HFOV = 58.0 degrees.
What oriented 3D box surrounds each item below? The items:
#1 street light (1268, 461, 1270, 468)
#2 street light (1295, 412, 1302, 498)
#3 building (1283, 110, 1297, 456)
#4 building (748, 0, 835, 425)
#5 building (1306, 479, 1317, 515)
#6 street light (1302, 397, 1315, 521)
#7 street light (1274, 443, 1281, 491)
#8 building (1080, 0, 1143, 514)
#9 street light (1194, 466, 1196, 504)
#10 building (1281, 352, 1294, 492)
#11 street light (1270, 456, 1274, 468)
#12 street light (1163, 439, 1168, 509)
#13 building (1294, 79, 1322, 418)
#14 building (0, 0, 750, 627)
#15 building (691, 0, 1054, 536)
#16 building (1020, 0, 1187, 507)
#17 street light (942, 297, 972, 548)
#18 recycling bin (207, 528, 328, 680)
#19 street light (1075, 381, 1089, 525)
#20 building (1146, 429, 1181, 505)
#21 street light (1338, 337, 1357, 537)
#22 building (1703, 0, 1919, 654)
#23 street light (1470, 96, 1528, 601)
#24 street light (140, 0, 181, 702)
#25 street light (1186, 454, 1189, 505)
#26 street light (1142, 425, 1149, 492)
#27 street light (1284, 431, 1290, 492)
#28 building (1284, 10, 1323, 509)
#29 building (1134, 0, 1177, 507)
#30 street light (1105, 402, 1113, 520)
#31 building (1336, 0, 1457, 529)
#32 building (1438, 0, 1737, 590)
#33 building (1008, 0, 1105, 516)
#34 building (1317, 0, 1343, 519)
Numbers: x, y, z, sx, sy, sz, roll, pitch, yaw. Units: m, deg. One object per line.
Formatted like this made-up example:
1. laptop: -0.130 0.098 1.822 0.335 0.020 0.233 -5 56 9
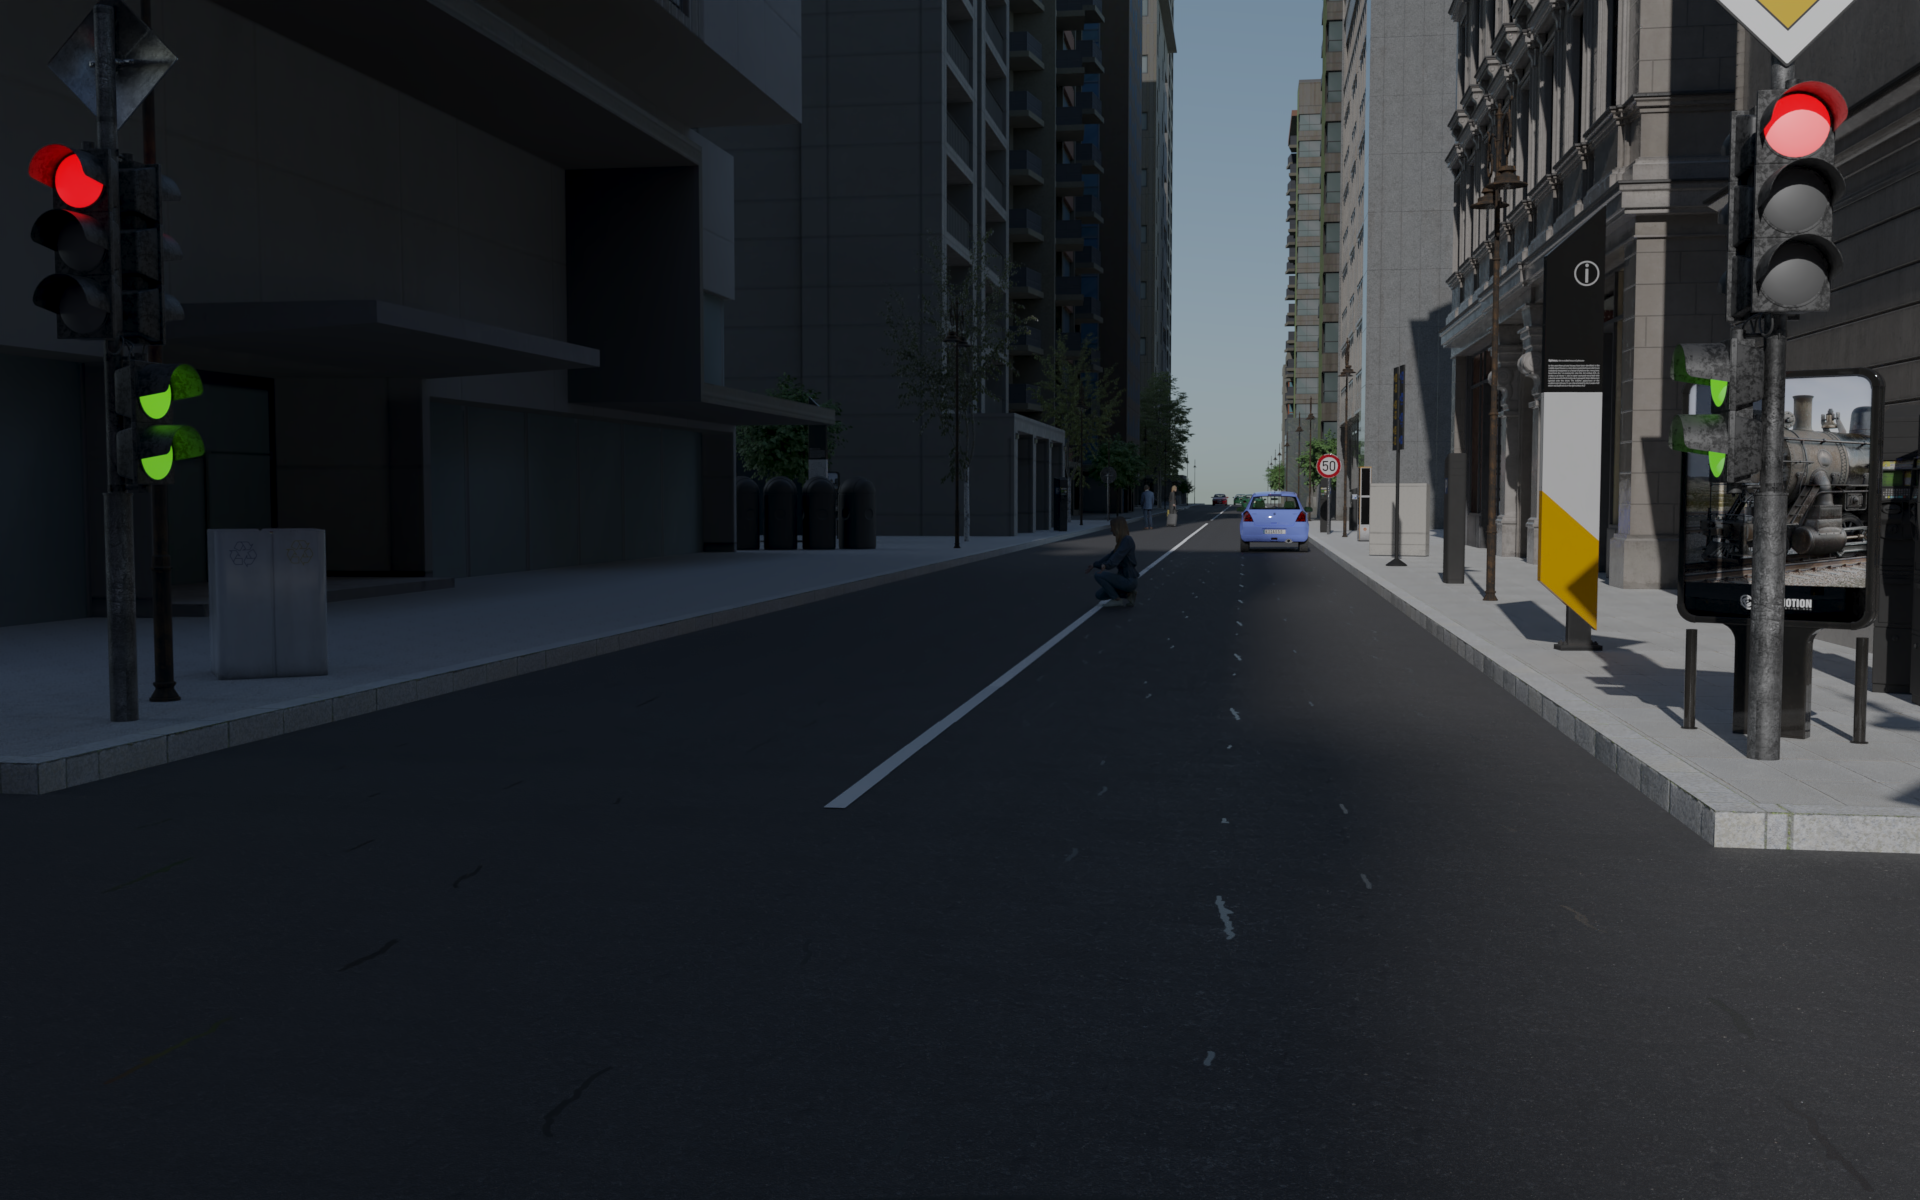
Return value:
1. street light: 37.431 -14.408 208.362 0.468 5.910 1.993 1 4 9
2. street light: 19.038 -7.614 97.275 0.468 5.910 1.993 1 4 9
3. building: 47.713 -32.976 193.786 22.147 44.769 28.867 1 4 9
4. building: 0.648 -33.817 142.149 28.713 52.752 27.495 1 4 9
5. building: 39.000 -25.610 110.608 32.217 40.220 23.993 1 4 9
6. street light: 16.458 -6.643 81.393 0.468 5.910 1.993 1 4 9
7. street light: 29.047 -11.300 157.547 0.468 5.910 1.993 1 4 9
8. building: 5.228 -28.747 120.123 14.600 45.320 14.200 1 4 9
9. street light: 30.982 -15.643 228.553 0.468 5.910 1.993 1 4 9
10. building: 55.736 -23.116 222.991 27.650 21.520 28.899 1 4 9
11. street light: 32.396 -12.556 178.080 0.468 5.910 1.993 1 4 9
12. street light: 17.279 -10.581 145.788 0.468 5.910 1.993 1 4 9
13. building: 40.624 -29.954 173.334 14.154 41.232 14.086 1 4 9
14. building: -18.110 -26.654 25.027 28.713 52.752 27.495 1 4 9
15. building: -6.752 -38.152 62.037 20.563 71.187 20.611 1 4 9
16. building: 19.861 -48.381 229.287 20.563 71.187 20.611 1 4 9
17. street light: -0.069 -4.162 40.838 0.468 5.910 1.993 1 4 9
18. recycling bin: -4.944 0.012 12.362 0.722 1.027 0.722 -2 4 -28
19. street light: 4.981 -6.002 70.913 0.468 5.910 1.993 1 4 9
20. building: 10.353 -31.606 208.642 32.217 40.220 23.993 1 4 9
21. street light: 11.439 -4.803 51.312 0.468 5.910 1.993 1 4 9
22. building: 16.339 -9.026 12.199 19.286 19.102 10.561 1 4 9
23. street light: 6.384 -2.929 20.671 0.468 5.910 1.993 1 4 9
24. street light: -4.939 -2.312 10.581 0.468 5.910 1.993 1 4 9
25. street light: 26.014 -13.782 198.122 0.468 5.910 1.993 1 4 9
26. street light: 12.372 -8.739 115.672 0.468 5.910 1.993 1 4 9
27. street light: 24.051 -9.460 127.463 0.468 5.910 1.993 1 4 9
28. building: 37.839 -50.430 137.201 22.319 86.520 31.000 1 4 9
29. building: 7.803 -36.294 182.637 28.713 52.752 27.495 1 4 9
30. street light: 7.352 -6.896 85.543 0.468 5.910 1.993 1 4 9
31. building: 22.300 -15.498 71.417 12.078 24.808 19.932 1 4 9
32. building: 16.541 -11.660 41.549 10.553 20.767 40.483 1 4 9
33. building: -3.369 -27.226 99.770 22.147 44.769 28.867 1 4 9
34. building: 26.561 -19.693 93.680 14.160 30.474 14.107 1 4 9
